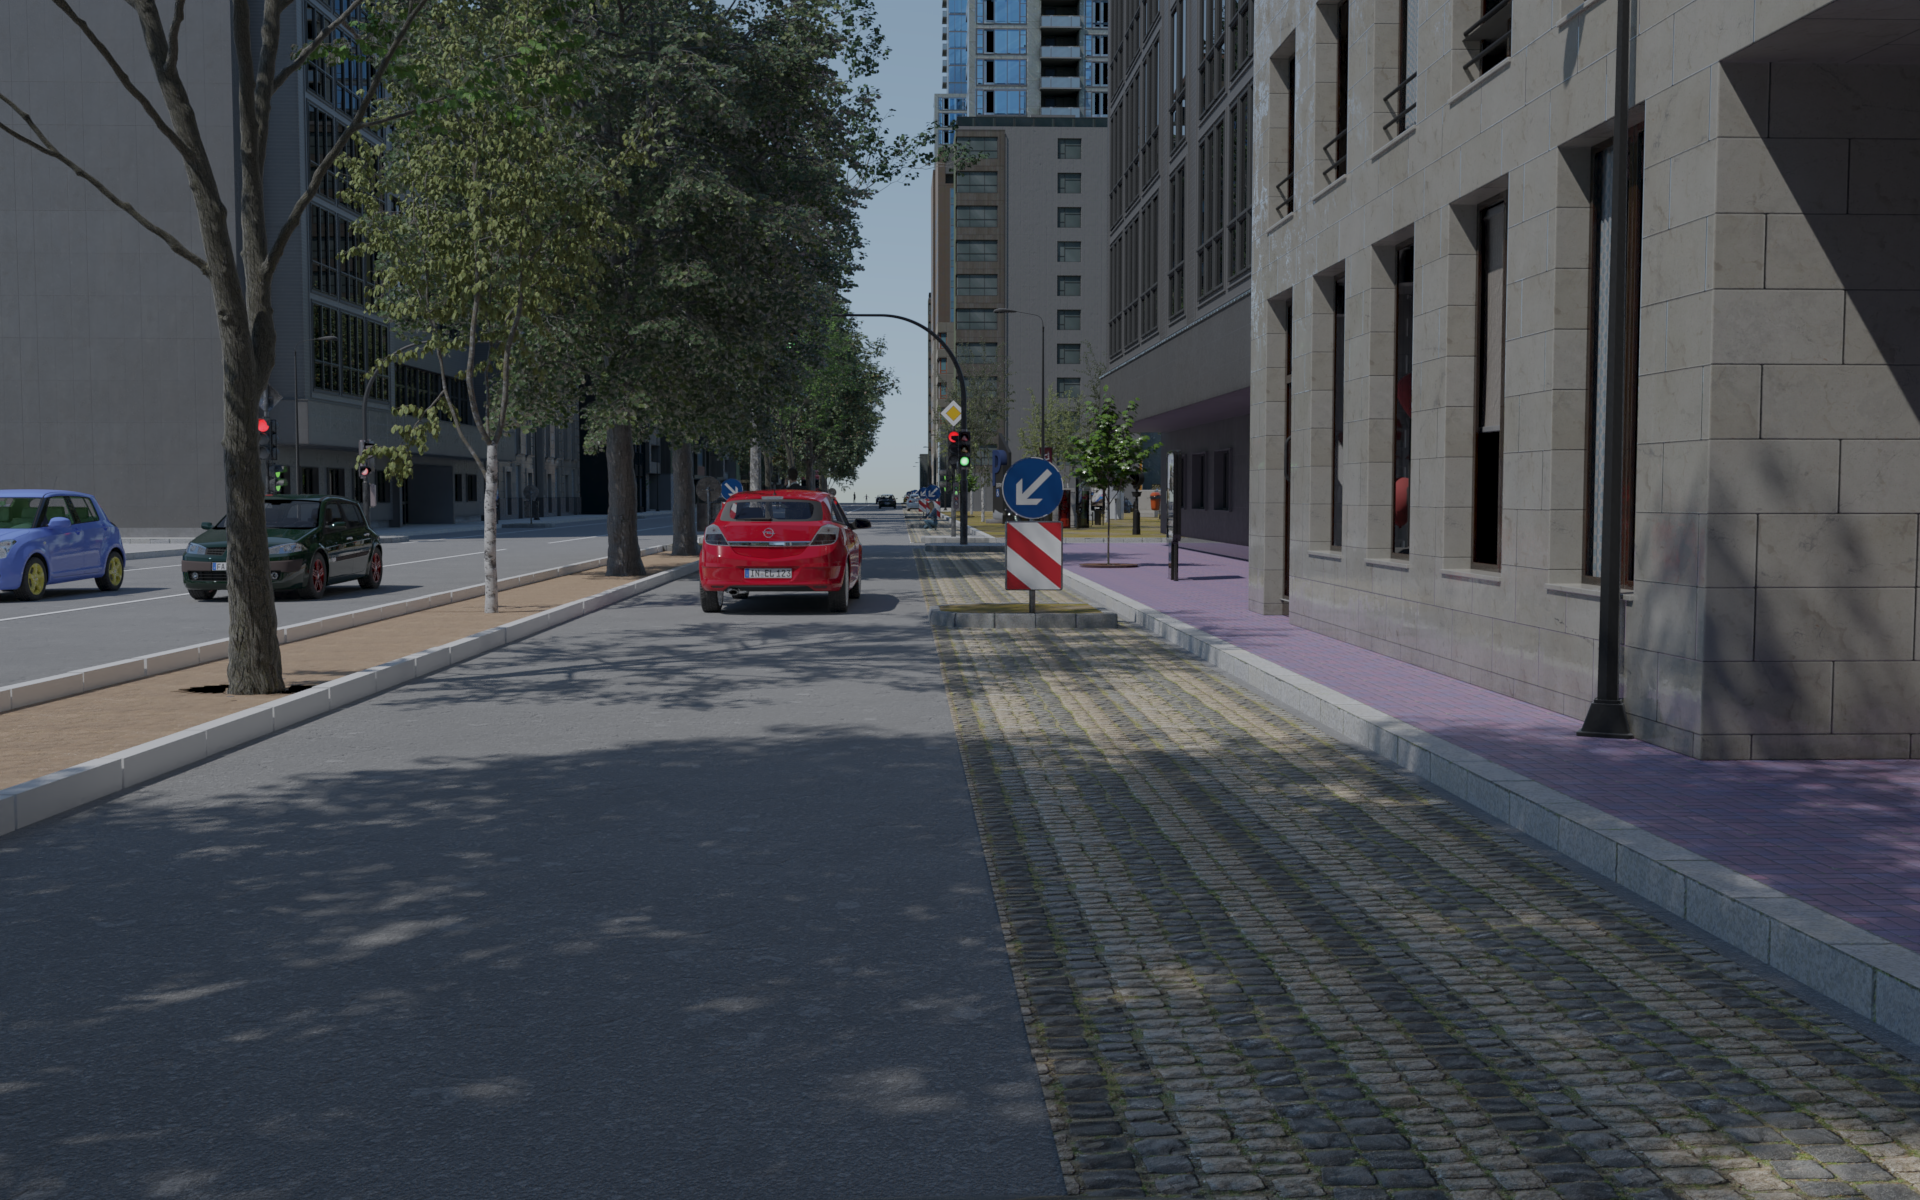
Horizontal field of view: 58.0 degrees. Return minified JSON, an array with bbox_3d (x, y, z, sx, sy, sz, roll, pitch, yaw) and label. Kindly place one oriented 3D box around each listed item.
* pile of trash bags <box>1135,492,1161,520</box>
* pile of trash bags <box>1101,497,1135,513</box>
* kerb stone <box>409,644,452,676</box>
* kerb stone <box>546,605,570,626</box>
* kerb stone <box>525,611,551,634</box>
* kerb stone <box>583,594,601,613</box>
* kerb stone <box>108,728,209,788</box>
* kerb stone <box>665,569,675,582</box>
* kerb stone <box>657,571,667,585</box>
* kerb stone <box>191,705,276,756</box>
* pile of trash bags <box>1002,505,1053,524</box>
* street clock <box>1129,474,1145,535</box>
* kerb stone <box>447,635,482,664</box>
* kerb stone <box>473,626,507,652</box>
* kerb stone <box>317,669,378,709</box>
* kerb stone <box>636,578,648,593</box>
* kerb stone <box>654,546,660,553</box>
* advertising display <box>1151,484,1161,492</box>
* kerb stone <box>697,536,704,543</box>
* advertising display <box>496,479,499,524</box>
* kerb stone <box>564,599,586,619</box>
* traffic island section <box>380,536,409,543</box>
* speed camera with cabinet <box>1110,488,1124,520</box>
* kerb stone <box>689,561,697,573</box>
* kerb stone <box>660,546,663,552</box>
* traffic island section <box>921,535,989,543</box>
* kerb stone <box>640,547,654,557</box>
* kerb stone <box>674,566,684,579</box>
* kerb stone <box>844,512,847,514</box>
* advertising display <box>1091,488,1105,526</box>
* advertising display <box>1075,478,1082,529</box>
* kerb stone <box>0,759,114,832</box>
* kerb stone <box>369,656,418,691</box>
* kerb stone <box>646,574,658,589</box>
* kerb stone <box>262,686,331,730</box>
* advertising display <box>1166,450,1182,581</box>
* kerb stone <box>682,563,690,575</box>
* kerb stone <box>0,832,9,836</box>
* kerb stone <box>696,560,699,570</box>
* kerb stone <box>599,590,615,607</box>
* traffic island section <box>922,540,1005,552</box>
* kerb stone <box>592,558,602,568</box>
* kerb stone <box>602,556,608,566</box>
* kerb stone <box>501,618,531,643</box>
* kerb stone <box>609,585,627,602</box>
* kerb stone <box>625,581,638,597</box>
[{"bbox_3d":[10.934,-4.810,88.389,3.447,1.369,1.912,-3,5,-42],"label":"pile of trash bags"},{"bbox_3d":[9.638,-6.513,116.236,3.447,1.369,1.912,-1,4,-10],"label":"pile of trash bags"},{"bbox_3d":[-4.331,0.498,14.049,0.120,0.150,1.000,0,4,-2],"label":"kerb stone"},{"bbox_3d":[-4.506,0.186,19.168,0.120,0.150,1.000,0,4,-2],"label":"kerb stone"},{"bbox_3d":[-4.470,0.249,18.142,0.120,0.150,1.000,0,4,-2],"label":"kerb stone"},{"bbox_3d":[-4.576,0.060,21.227,0.120,0.150,1.000,0,4,-2],"label":"kerb stone"},{"bbox_3d":[-4.144,0.815,8.923,0.120,0.150,1.000,0,4,-2],"label":"kerb stone"},{"bbox_3d":[-4.841,-0.380,28.408,0.120,0.150,1.000,0,4,-2],"label":"kerb stone"},{"bbox_3d":[-4.802,-0.316,27.372,0.120,0.150,1.000,0,4,-2],"label":"kerb stone"},{"bbox_3d":[-4.187,0.753,9.944,0.120,0.150,1.000,0,4,-2],"label":"kerb stone"},{"bbox_3d":[3.536,-3.901,73.539,3.447,1.369,1.912,0,4,-6],"label":"pile of trash bags"},{"bbox_3d":[5.550,-3.049,54.428,0.358,2.002,0.471,-3,5,-39],"label":"street clock"},{"bbox_3d":[-4.364,0.441,15.072,0.120,0.150,1.000,0,4,-2],"label":"kerb stone"},{"bbox_3d":[-4.404,0.375,16.095,0.120,0.150,1.000,0,4,-2],"label":"kerb stone"},{"bbox_3d":[-4.261,0.624,12.001,0.120,0.150,1.000,0,4,-2],"label":"kerb stone"},{"bbox_3d":[-4.726,-0.192,25.327,0.120,0.150,1.000,0,4,-2],"label":"kerb stone"},{"bbox_3d":[-7.412,-1.191,41.663,0.120,0.150,1.000,0,4,-2],"label":"kerb stone"},{"bbox_3d":[12.623,-6.476,111.092,0.123,1.923,0.974,-2,4,-32],"label":"advertising display"},{"bbox_3d":[-7.786,-1.850,52.539,0.120,0.150,1.000,0,4,-2],"label":"kerb stone"},{"bbox_3d":[-19.798,-4.190,73.716,0.123,1.923,0.974,0,4,-1],"label":"advertising display"},{"bbox_3d":[-4.546,0.123,20.189,0.120,0.150,1.000,0,4,-2],"label":"kerb stone"},{"bbox_3d":[-17.602,-1.780,51.376,2.009,0.180,2.903,0,4,-2],"label":"traffic island section"},{"bbox_3d":[7.763,-5.648,86.682,0.660,3.252,2.038,1,4,15],"label":"speed camera with cabinet"},{"bbox_3d":[-4.943,-0.569,31.492,0.120,0.150,1.000,0,4,-2],"label":"kerb stone"},{"bbox_3d":[-7.434,-1.253,42.685,0.120,0.150,1.000,0,4,-2],"label":"kerb stone"},{"bbox_3d":[-0.171,-1.817,51.985,2.009,0.180,2.903,0,4,-2],"label":"traffic island section"},{"bbox_3d":[-7.372,-1.124,40.642,0.120,0.150,1.000,0,4,-2],"label":"kerb stone"},{"bbox_3d":[-4.862,-0.442,29.432,0.120,0.150,1.000,0,4,-2],"label":"kerb stone"},{"bbox_3d":[-8.259,-6.303,125.262,0.120,0.150,1.000,0,4,-2],"label":"kerb stone"},{"bbox_3d":[5.656,-4.025,71.021,0.123,1.923,0.974,-2,4,-26],"label":"advertising display"},{"bbox_3d":[4.393,-3.594,63.982,0.123,1.923,0.974,1,4,12],"label":"advertising display"},{"bbox_3d":[-4.109,0.874,7.901,0.120,0.150,1.000,0,4,-2],"label":"kerb stone"},{"bbox_3d":[-4.298,0.561,13.023,0.120,0.150,1.000,0,4,-2],"label":"kerb stone"},{"bbox_3d":[-4.761,-0.254,26.351,0.120,0.150,1.000,0,4,-2],"label":"kerb stone"},{"bbox_3d":[-4.224,0.691,10.971,0.120,0.150,1.000,0,4,-2],"label":"kerb stone"},{"bbox_3d":[3.193,-1.264,25.888,0.123,1.923,0.974,0,4,1],"label":"advertising display"},{"bbox_3d":[-4.908,-0.506,30.465,0.120,0.150,1.000,0,4,-2],"label":"kerb stone"},{"bbox_3d":[-4.069,0.937,6.874,0.120,0.150,1.000,0,4,-2],"label":"kerb stone"},{"bbox_3d":[-4.993,-0.627,32.513,0.120,0.150,1.000,0,4,-2],"label":"kerb stone"},{"bbox_3d":[-4.615,0.002,22.253,0.120,0.150,1.000,0,4,-2],"label":"kerb stone"},{"bbox_3d":[0.111,-1.329,44.005,2.009,0.180,2.903,0,4,-2],"label":"traffic island section"},{"bbox_3d":[-7.119,-0.689,33.466,0.120,0.150,1.000,0,4,-2],"label":"kerb stone"},{"bbox_3d":[-7.148,-0.753,34.499,0.120,0.150,1.000,0,4,-2],"label":"kerb stone"},{"bbox_3d":[-4.429,0.310,17.120,0.120,0.150,1.000,0,4,-2],"label":"kerb stone"},{"bbox_3d":[-4.655,-0.066,23.276,0.120,0.150,1.000,0,4,-2],"label":"kerb stone"},{"bbox_3d":[-4.692,-0.127,24.297,0.120,0.150,1.000,0,4,-2],"label":"kerb stone"}]
